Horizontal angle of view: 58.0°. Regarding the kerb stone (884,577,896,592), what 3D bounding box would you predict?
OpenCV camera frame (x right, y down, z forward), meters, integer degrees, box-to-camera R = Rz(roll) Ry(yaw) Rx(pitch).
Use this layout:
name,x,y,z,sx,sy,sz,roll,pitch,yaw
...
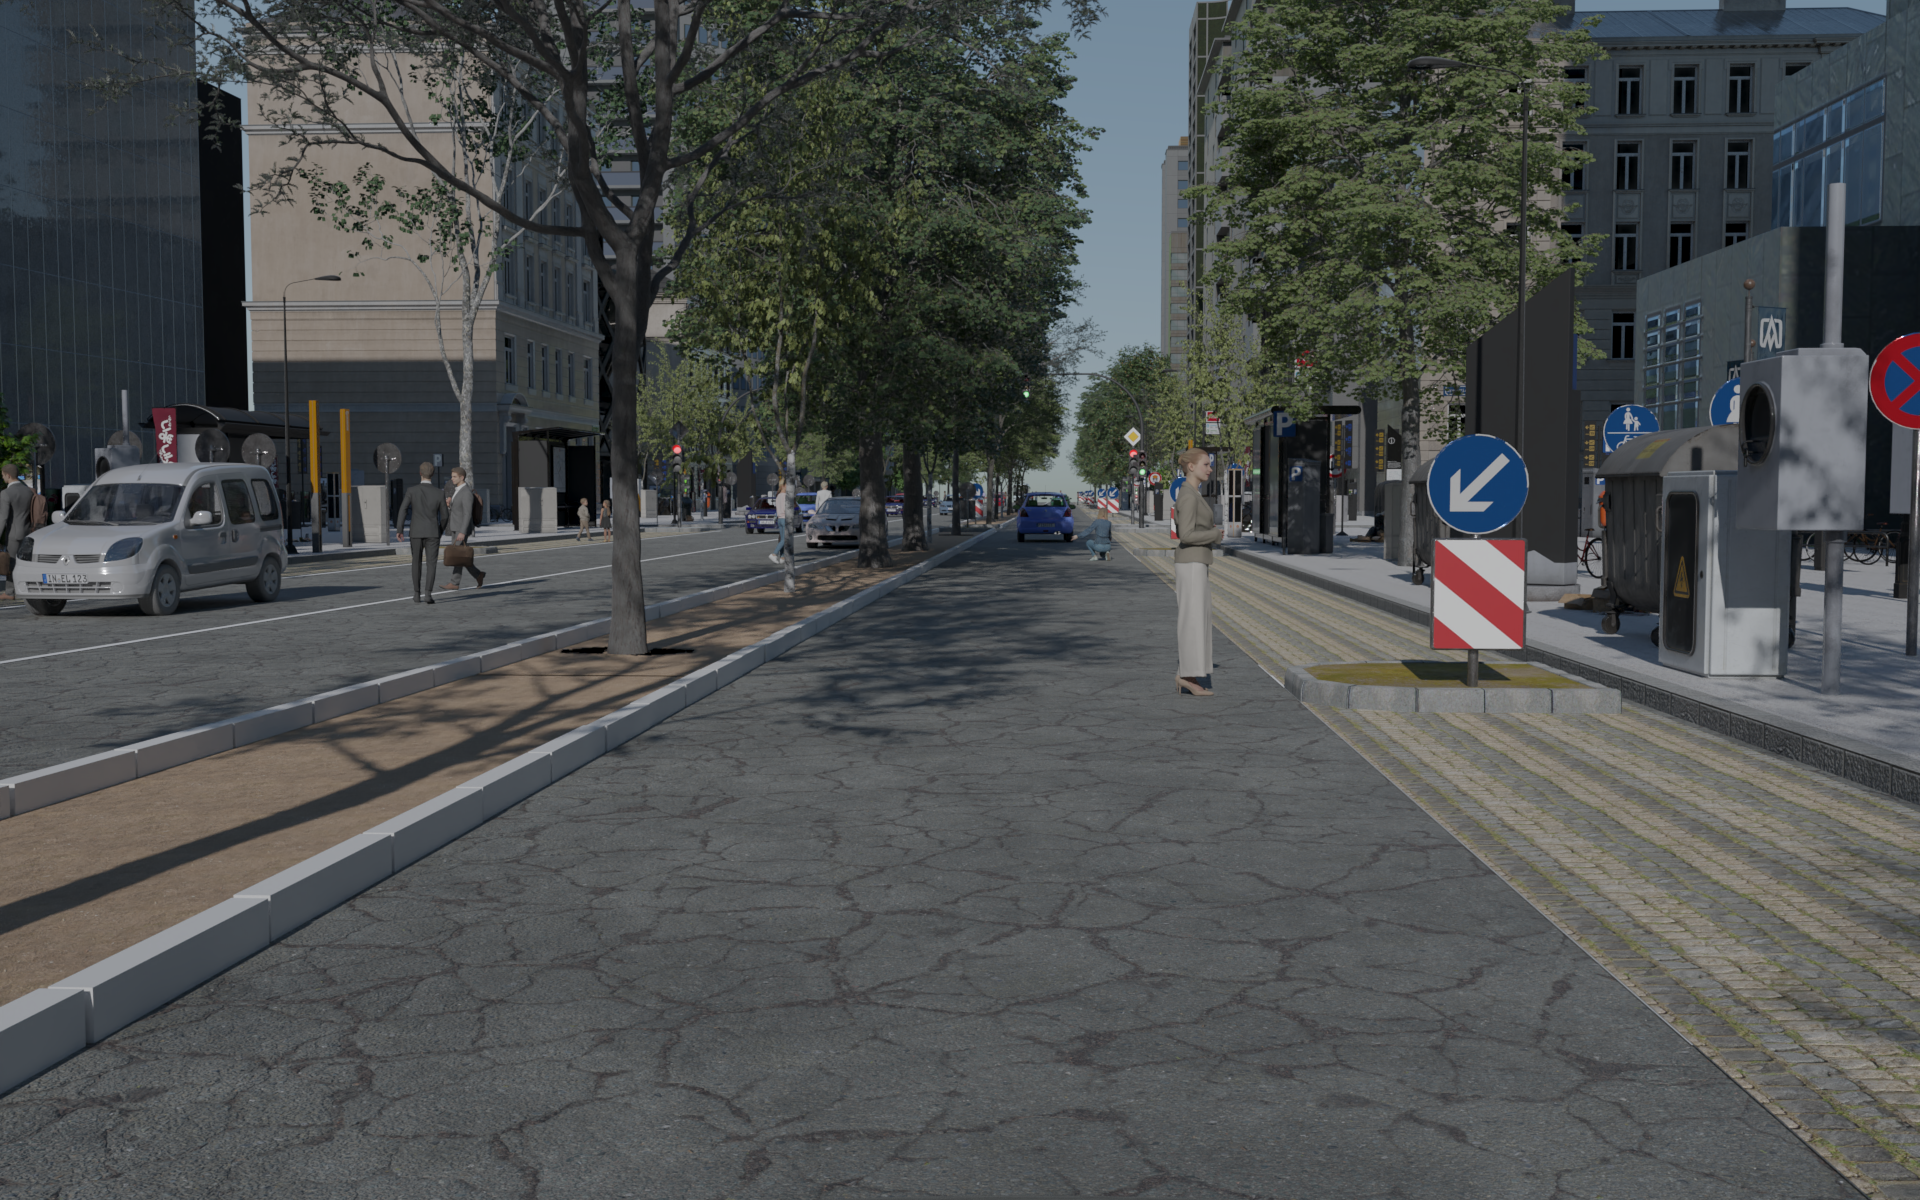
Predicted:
name,x,y,z,sx,sy,sz,roll,pitch,yaw
kerb stone,-1.081,-0.201,25.477,0.120,0.150,1.000,0,4,3

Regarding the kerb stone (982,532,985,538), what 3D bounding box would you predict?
name,x,y,z,sx,sy,sz,roll,pitch,yaw
kerb stone,0.622,-1.953,54.121,0.120,0.150,1.000,0,4,3

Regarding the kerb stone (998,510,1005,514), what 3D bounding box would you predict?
name,x,y,z,sx,sy,sz,roll,pitch,yaw
kerb stone,3.196,-6.750,132.563,0.120,0.150,1.000,0,4,3

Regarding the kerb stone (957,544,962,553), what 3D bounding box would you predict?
name,x,y,z,sx,sy,sz,roll,pitch,yaw
kerb stone,-0.102,-1.202,41.855,0.120,0.150,1.000,0,4,3

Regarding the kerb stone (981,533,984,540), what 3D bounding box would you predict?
name,x,y,z,sx,sy,sz,roll,pitch,yaw
kerb stone,0.573,-1.890,53.097,0.120,0.150,1.000,0,4,3

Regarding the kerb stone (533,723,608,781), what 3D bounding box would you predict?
name,x,y,z,sx,sy,sz,roll,pitch,yaw
kerb stone,-2.058,0.800,9.110,0.120,0.150,1.000,0,4,3

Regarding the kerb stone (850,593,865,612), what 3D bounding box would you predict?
name,x,y,z,sx,sy,sz,roll,pitch,yaw
kerb stone,-1.318,0.051,21.384,0.120,0.150,1.000,0,4,3

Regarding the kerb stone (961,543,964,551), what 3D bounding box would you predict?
name,x,y,z,sx,sy,sz,roll,pitch,yaw
kerb stone,-0.045,-1.265,42.875,0.120,0.150,1.000,0,4,3

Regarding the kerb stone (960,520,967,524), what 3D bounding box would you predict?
name,x,y,z,sx,sy,sz,roll,pitch,yaw
kerb stone,0.209,-3.678,82.461,0.120,0.150,1.000,0,4,3

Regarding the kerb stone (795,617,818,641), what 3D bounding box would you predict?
name,x,y,z,sx,sy,sz,roll,pitch,yaw
kerb stone,-1.570,0.302,17.279,0.120,0.150,1.000,0,4,3

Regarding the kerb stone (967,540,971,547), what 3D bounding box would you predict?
name,x,y,z,sx,sy,sz,roll,pitch,yaw
kerb stone,0.141,-1.448,45.938,0.120,0.150,1.000,0,4,3

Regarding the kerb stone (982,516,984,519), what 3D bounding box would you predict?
name,x,y,z,sx,sy,sz,roll,pitch,yaw
kerb stone,1.132,-4.624,97.797,0.120,0.150,1.000,0,4,3

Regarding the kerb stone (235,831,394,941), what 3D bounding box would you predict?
name,x,y,z,sx,sy,sz,roll,pitch,yaw
kerb stone,-2.234,0.988,6.040,0.120,0.150,1.000,0,4,3

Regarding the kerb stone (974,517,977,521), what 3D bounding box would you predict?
name,x,y,z,sx,sy,sz,roll,pitch,yaw
kerb stone,0.694,-4.186,90.636,0.120,0.150,1.000,0,4,3

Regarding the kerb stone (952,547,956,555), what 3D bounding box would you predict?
name,x,y,z,sx,sy,sz,roll,pitch,yaw
kerb stone,-0.231,-1.077,39.810,0.120,0.150,1.000,0,4,3

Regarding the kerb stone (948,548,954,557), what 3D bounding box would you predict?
name,x,y,z,sx,sy,sz,roll,pitch,yaw
kerb stone,-0.289,-1.011,38.788,0.120,0.150,1.000,0,4,3

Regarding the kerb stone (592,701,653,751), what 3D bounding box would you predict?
name,x,y,z,sx,sy,sz,roll,pitch,yaw
kerb stone,-1.991,0.743,10.130,0.120,0.150,1.000,0,4,3

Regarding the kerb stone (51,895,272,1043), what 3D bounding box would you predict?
name,x,y,z,sx,sy,sz,roll,pitch,yaw
kerb stone,-2.289,1.054,5.016,0.120,0.150,1.000,0,4,3

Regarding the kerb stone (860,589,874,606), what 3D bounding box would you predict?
name,x,y,z,sx,sy,sz,roll,pitch,yaw
kerb stone,-1.261,-0.010,22.410,0.120,0.150,1.000,0,4,3

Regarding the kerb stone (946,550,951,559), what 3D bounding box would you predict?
name,x,y,z,sx,sy,sz,roll,pitch,yaw
kerb stone,-0.339,-0.952,37.762,0.120,0.150,1.000,0,4,3

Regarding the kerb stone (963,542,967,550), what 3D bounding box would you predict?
name,x,y,z,sx,sy,sz,roll,pitch,yaw
kerb stone,0.019,-1.327,43.896,0.120,0.150,1.000,0,4,3

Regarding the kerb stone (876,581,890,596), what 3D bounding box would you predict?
name,x,y,z,sx,sy,sz,roll,pitch,yaw
kerb stone,-1.136,-0.137,24.456,0.120,0.150,1.000,0,4,3

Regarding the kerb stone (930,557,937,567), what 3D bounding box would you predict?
name,x,y,z,sx,sy,sz,roll,pitch,yaw
kerb stone,-0.596,-0.701,33.658,0.120,0.150,1.000,0,4,3

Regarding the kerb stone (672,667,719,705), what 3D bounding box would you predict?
name,x,y,z,sx,sy,sz,roll,pitch,yaw
kerb stone,-1.874,0.613,12.172,0.120,0.150,1.000,0,4,3

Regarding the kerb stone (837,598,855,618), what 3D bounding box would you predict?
name,x,y,z,sx,sy,sz,roll,pitch,yaw
kerb stone,-1.382,0.113,20.351,0.120,0.150,1.000,0,4,3

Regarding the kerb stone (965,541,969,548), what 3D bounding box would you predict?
name,x,y,z,sx,sy,sz,roll,pitch,yaw
kerb stone,0.076,-1.390,44.916,0.120,0.150,1.000,0,4,3

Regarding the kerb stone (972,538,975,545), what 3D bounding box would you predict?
name,x,y,z,sx,sy,sz,roll,pitch,yaw
kerb stone,0.263,-1.571,47.986,0.120,0.150,1.000,0,4,3

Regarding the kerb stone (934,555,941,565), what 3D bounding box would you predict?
name,x,y,z,sx,sy,sz,roll,pitch,yaw
kerb stone,-0.526,-0.764,34.686,0.120,0.150,1.000,0,4,3

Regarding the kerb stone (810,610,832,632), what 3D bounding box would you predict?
name,x,y,z,sx,sy,sz,roll,pitch,yaw
kerb stone,-1.505,0.238,18.300,0.120,0.150,1.000,0,4,3

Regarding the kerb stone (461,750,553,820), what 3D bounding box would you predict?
name,x,y,z,sx,sy,sz,roll,pitch,yaw
kerb stone,-2.118,0.863,8.086,0.120,0.150,1.000,0,4,3

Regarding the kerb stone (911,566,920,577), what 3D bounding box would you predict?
name,x,y,z,sx,sy,sz,roll,pitch,yaw
kerb stone,-0.835,-0.446,29.571,0.120,0.150,1.000,0,4,3

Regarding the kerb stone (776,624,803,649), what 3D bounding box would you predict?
name,x,y,z,sx,sy,sz,roll,pitch,yaw
kerb stone,-1.633,0.363,16.257,0.120,0.150,1.000,0,4,3

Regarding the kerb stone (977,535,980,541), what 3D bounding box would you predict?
name,x,y,z,sx,sy,sz,roll,pitch,yaw
kerb stone,0.444,-1.759,51.057,0.120,0.150,1.000,0,4,3

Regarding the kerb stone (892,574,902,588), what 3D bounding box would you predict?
name,x,y,z,sx,sy,sz,roll,pitch,yaw
kerb stone,-1.027,-0.262,26.501,0.120,0.150,1.000,0,4,3

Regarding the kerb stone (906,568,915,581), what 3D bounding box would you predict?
name,x,y,z,sx,sy,sz,roll,pitch,yaw
kerb stone,-0.892,-0.389,28.550,0.120,0.150,1.000,0,4,3

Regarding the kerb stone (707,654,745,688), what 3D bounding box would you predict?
name,x,y,z,sx,sy,sz,roll,pitch,yaw
kerb stone,-1.808,0.552,13.195,0.120,0.150,1.000,0,4,3

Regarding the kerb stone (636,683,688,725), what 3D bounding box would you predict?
name,x,y,z,sx,sy,sz,roll,pitch,yaw
kerb stone,-1.938,0.680,11.152,0.120,0.150,1.000,0,4,3

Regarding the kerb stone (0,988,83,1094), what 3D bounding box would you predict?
name,x,y,z,sx,sy,sz,roll,pitch,yaw
kerb stone,-2.358,1.113,3.996,0.120,0.150,1.000,0,4,3

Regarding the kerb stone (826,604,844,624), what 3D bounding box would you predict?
name,x,y,z,sx,sy,sz,roll,pitch,yaw
kerb stone,-1.444,0.183,19.320,0.120,0.150,1.000,0,4,3

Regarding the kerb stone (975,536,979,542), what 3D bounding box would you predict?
name,x,y,z,sx,sy,sz,roll,pitch,yaw
kerb stone,0.388,-1.703,50.036,0.120,0.150,1.000,0,4,3

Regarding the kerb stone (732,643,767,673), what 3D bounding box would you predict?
name,x,y,z,sx,sy,sz,roll,pitch,yaw
kerb stone,-1.755,0.488,14.216,0.120,0.150,1.000,0,4,3

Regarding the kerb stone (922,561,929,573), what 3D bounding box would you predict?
name,x,y,z,sx,sy,sz,roll,pitch,yaw
kerb stone,-0.708,-0.576,31.613,0.120,0.150,1.000,0,4,3

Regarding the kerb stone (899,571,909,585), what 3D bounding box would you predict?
name,x,y,z,sx,sy,sz,roll,pitch,yaw
kerb stone,-0.961,-0.325,27.521,0.120,0.150,1.000,0,4,3

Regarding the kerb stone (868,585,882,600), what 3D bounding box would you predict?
name,x,y,z,sx,sy,sz,roll,pitch,yaw
kerb stone,-1.205,-0.073,23.431,0.120,0.150,1.000,0,4,3

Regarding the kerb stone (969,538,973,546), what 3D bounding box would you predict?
name,x,y,z,sx,sy,sz,roll,pitch,yaw
kerb stone,0.206,-1.515,46.965,0.120,0.150,1.000,0,4,3

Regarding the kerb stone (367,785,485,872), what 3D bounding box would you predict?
name,x,y,z,sx,sy,sz,roll,pitch,yaw
kerb stone,-2.172,0.926,7.060,0.120,0.150,1.000,0,4,3

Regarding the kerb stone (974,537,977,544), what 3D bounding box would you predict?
name,x,y,z,sx,sy,sz,roll,pitch,yaw
kerb stone,0.316,-1.640,49.007,0.120,0.150,1.000,0,4,3

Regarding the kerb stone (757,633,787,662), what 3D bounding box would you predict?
name,x,y,z,sx,sy,sz,roll,pitch,yaw
kerb stone,-1.681,0.428,15.236,0.120,0.150,1.000,0,4,3

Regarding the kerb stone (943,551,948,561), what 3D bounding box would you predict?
name,x,y,z,sx,sy,sz,roll,pitch,yaw
kerb stone,-0.405,-0.890,36.742,0.120,0.150,1.000,0,4,3

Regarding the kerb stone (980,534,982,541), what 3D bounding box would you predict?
name,x,y,z,sx,sy,sz,roll,pitch,yaw
kerb stone,0.505,-1.828,52.077,0.120,0.150,1.000,0,4,3

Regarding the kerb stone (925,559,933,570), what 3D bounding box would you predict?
name,x,y,z,sx,sy,sz,roll,pitch,yaw
kerb stone,-0.650,-0.639,32.638,0.120,0.150,1.000,0,4,3

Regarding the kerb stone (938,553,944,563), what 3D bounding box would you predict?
name,x,y,z,sx,sy,sz,roll,pitch,yaw
kerb stone,-0.473,-0.827,35.712,0.120,0.150,1.000,0,4,3

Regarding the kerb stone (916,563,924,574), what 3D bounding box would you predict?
name,x,y,z,sx,sy,sz,roll,pitch,yaw
kerb stone,-0.780,-0.514,30.591,0.120,0.150,1.000,0,4,3

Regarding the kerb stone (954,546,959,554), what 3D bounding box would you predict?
name,x,y,z,sx,sy,sz,roll,pitch,yaw
kerb stone,-0.164,-1.134,40.834,0.120,0.150,1.000,0,4,3
